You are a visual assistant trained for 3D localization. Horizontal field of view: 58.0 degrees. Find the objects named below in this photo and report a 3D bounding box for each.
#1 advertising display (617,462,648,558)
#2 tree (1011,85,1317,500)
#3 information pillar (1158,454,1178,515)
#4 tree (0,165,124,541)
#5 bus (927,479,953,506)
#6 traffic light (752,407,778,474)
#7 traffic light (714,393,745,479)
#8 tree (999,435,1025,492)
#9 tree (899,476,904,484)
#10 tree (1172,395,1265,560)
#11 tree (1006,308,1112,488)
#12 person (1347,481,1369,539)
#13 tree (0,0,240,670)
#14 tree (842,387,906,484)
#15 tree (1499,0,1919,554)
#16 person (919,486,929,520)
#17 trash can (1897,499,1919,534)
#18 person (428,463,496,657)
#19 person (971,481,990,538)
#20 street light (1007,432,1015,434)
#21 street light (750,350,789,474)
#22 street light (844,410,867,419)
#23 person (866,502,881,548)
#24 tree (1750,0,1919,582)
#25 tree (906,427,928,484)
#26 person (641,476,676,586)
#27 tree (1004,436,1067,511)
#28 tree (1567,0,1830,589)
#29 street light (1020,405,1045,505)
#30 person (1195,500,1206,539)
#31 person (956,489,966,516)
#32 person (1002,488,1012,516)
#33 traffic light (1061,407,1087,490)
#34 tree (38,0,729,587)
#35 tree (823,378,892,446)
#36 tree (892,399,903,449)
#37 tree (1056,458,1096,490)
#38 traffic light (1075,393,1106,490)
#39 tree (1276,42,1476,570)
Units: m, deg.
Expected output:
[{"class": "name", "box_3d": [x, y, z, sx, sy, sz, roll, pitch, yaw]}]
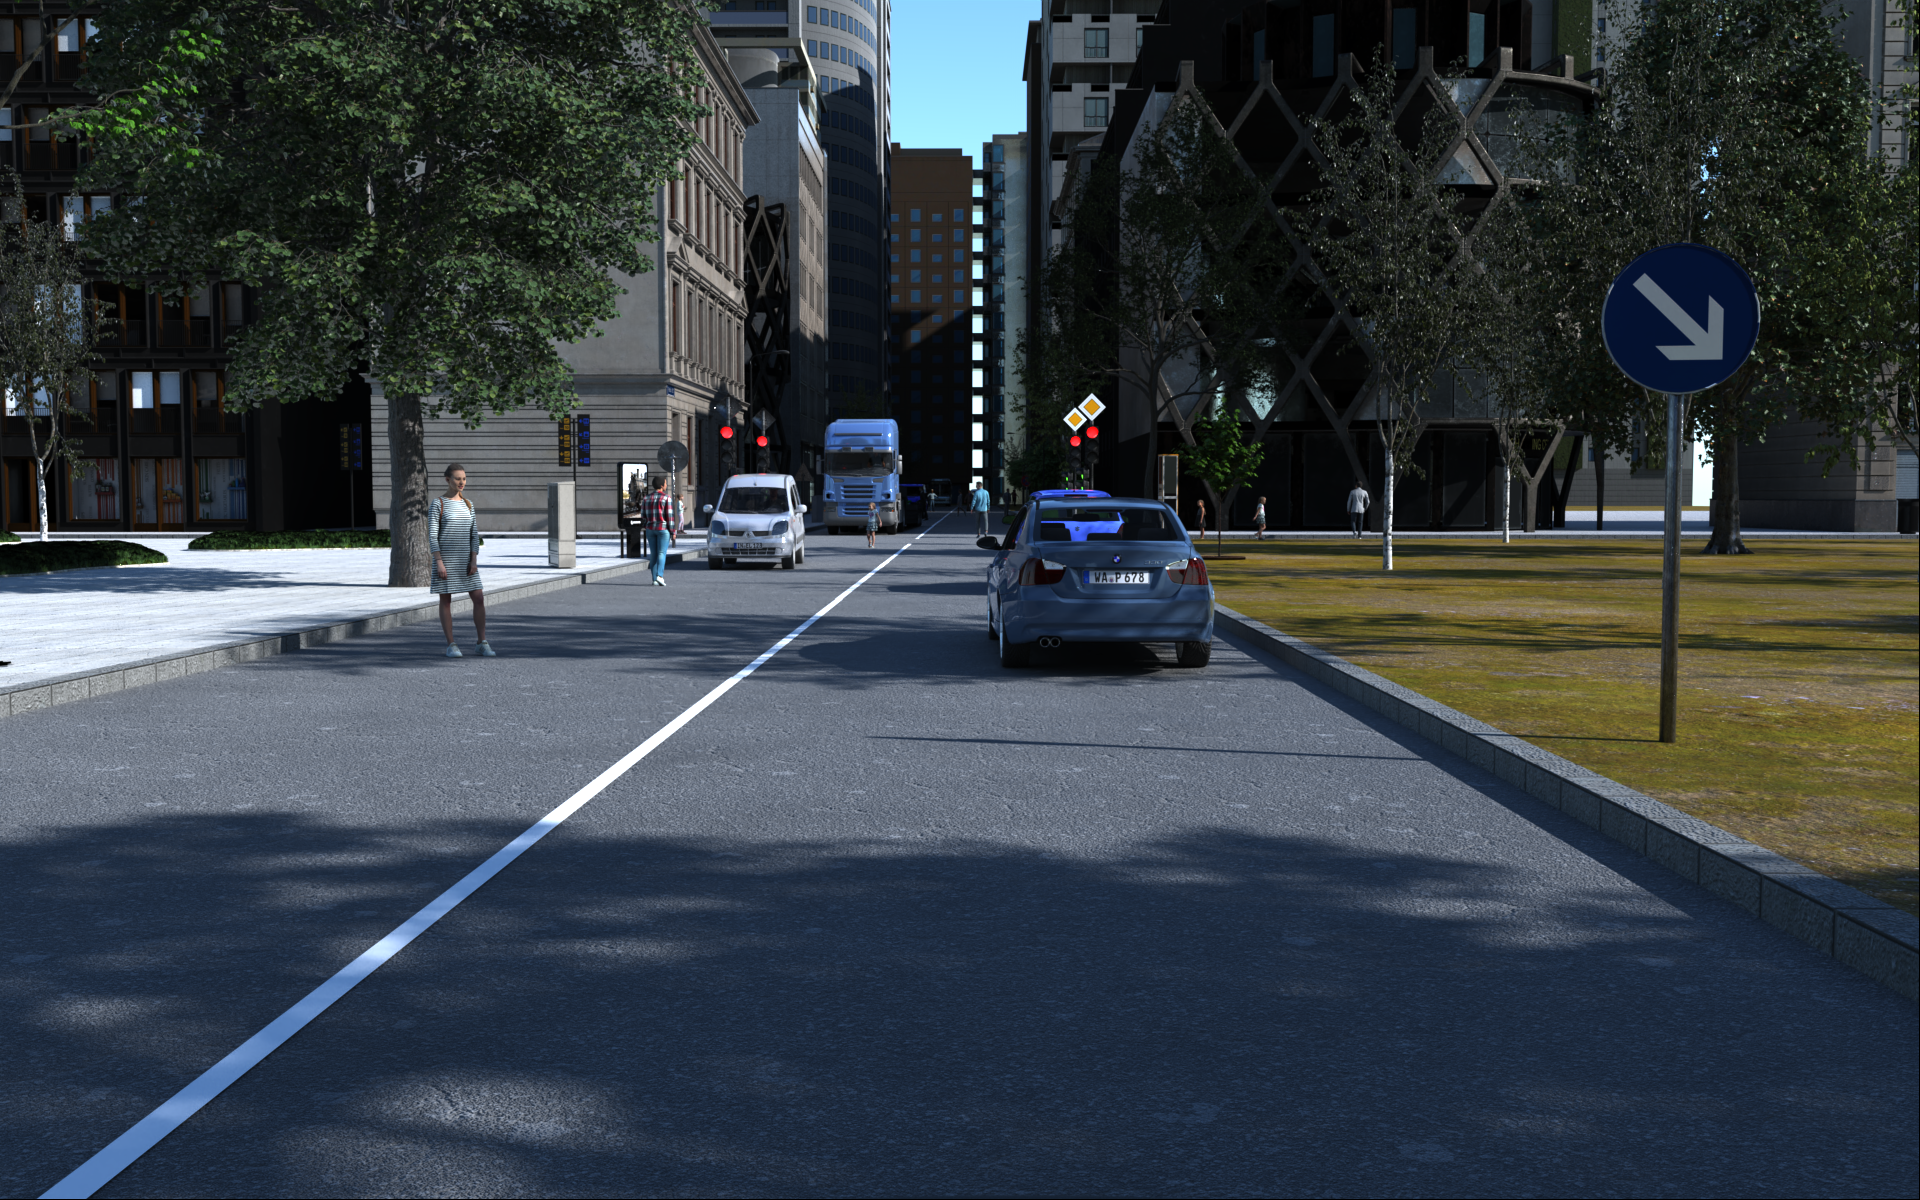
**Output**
[{"class": "advertising display", "box_3d": [-6.585, -1.815, 34.896, 0.123, 1.923, 0.974, 1, 4, 22]}, {"class": "tree", "box_3d": [4.576, -6.420, 39.372, 7.601, 10.594, 8.767, 1, 4, 11]}, {"class": "information pillar", "box_3d": [3.857, -1.690, 32.130, 0.304, 2.012, 0.304, -1, 4, -9]}, {"class": "tree", "box_3d": [-20.512, -5.377, 38.280, 4.360, 8.622, 3.978, 0, 3, 0]}, {"class": "bus", "box_3d": [-2.305, -12.704, 202.569, 2.948, 3.499, 13.247, 0, 3, 0]}, {"class": "traffic light", "box_3d": [-6.357, -4.116, 56.211, 0.839, 4.253, 0.868, 0, 4, 0]}, {"class": "traffic light", "box_3d": [-6.423, -3.627, 48.226, 0.839, 4.253, 0.868, 0, 4, 0]}, {"class": "tree", "box_3d": [6.831, -15.803, 208.746, 4.360, 8.622, 3.978, 0, 3, 0]}, {"class": "tree", "box_3d": [-5.986, -10.713, 169.762, 1.663, 3.219, 1.824, 0, 3, 0]}, {"class": "tree", "box_3d": [5.218, -2.405, 33.927, 1.663, 3.219, 1.824, 0, 3, 0]}, {"class": "tree", "box_3d": [4.008, -7.162, 67.462, 4.737, 8.622, 4.395, 0, 3, 0]}, {"class": "person", "box_3d": [12.344, -2.772, 53.661, 0.661, 1.843, 0.795, 0, 4, 8]}, {"class": "tree", "box_3d": [-7.753, -5.291, 12.256, 9.928, 11.665, 9.643, 0, 3, 0]}, {"class": "tree", "box_3d": [-6.249, -10.203, 117.184, 4.360, 8.622, 3.978, 0, 3, 0]}, {"class": "tree", "box_3d": [16.496, -7.345, 37.093, 9.611, 12.733, 9.660, 0, 3, 0]}, {"class": "person", "box_3d": [-2.082, -5.238, 93.916, 0.755, 1.850, 0.659, 1, 4, 9]}, {"class": "trash can", "box_3d": [30.422, -2.685, 55.552, 0.748, 1.137, 0.748, 0, 3, 0]}, {"class": "person", "box_3d": [-4.440, -0.352, 15.254, 0.522, 1.701, 0.512, 3, 5, 43]}, {"class": "person", "box_3d": [0.670, -2.928, 56.233, 0.638, 1.841, 0.748, 0, 4, -7]}, {"class": "street light", "box_3d": [4.244, -9.668, 130.606, 1.470, 5.913, 1.316, 0, 4, 0]}, {"class": "street light", "box_3d": [-6.215, -5.111, 56.101, 1.470, 5.913, 1.316, 0, 4, 0]}, {"class": "street light", "box_3d": [-5.872, -7.565, 96.221, 1.470, 5.913, 1.316, 0, 4, 0]}, {"class": "person", "box_3d": [-2.279, -2.000, 46.216, 0.505, 1.210, 0.382, 2, 4, 30]}, {"class": "tree", "box_3d": [13.978, -4.572, 25.114, 4.737, 8.622, 4.395, 0, 3, 0]}, {"class": "tree", "box_3d": [-5.583, -14.181, 182.218, 4.360, 8.622, 3.978, 0, 3, 0]}, {"class": "person", "box_3d": [-4.752, -1.092, 27.199, 0.563, 1.720, 0.643, 1, 4, 21]}, {"class": "tree", "box_3d": [4.783, -6.865, 95.955, 4.285, 4.588, 4.351, 0, 3, 0]}, {"class": "tree", "box_3d": [9.364, -4.458, 23.250, 4.360, 8.622, 3.978, 0, 3, 0]}, {"class": "street light", "box_3d": [3.836, -7.214, 90.487, 1.470, 5.913, 1.316, 0, 4, 0]}, {"class": "person", "box_3d": [7.390, -2.455, 53.307, 0.373, 1.253, 0.362, 0, 4, -5]}, {"class": "person", "box_3d": [0.041, -6.266, 111.697, 0.760, 1.731, 0.466, -2, 4, -35]}, {"class": "person", "box_3d": [3.140, -6.527, 115.320, 0.635, 1.810, 0.391, -3, 4, -38]}, {"class": "traffic light", "box_3d": [3.704, -4.112, 56.144, 0.839, 4.253, 0.868, 0, 4, 0]}, {"class": "tree", "box_3d": [-7.577, -7.152, 23.584, 9.857, 13.997, 8.962, 0, 3, 0]}, {"class": "tree", "box_3d": [-6.807, -9.776, 110.197, 4.737, 8.622, 4.395, 0, 3, 0]}, {"class": "tree", "box_3d": [-6.219, -10.648, 124.452, 4.737, 8.622, 4.395, 0, 3, 0]}, {"class": "tree", "box_3d": [5.127, -5.160, 78.959, 1.663, 3.219, 1.824, 0, 3, 0]}, {"class": "traffic light", "box_3d": [3.638, -3.623, 48.159, 0.839, 4.253, 0.868, 0, 4, 0]}, {"class": "tree", "box_3d": [7.508, -4.820, 29.175, 4.360, 8.622, 3.978, 0, 3, 0]}]
